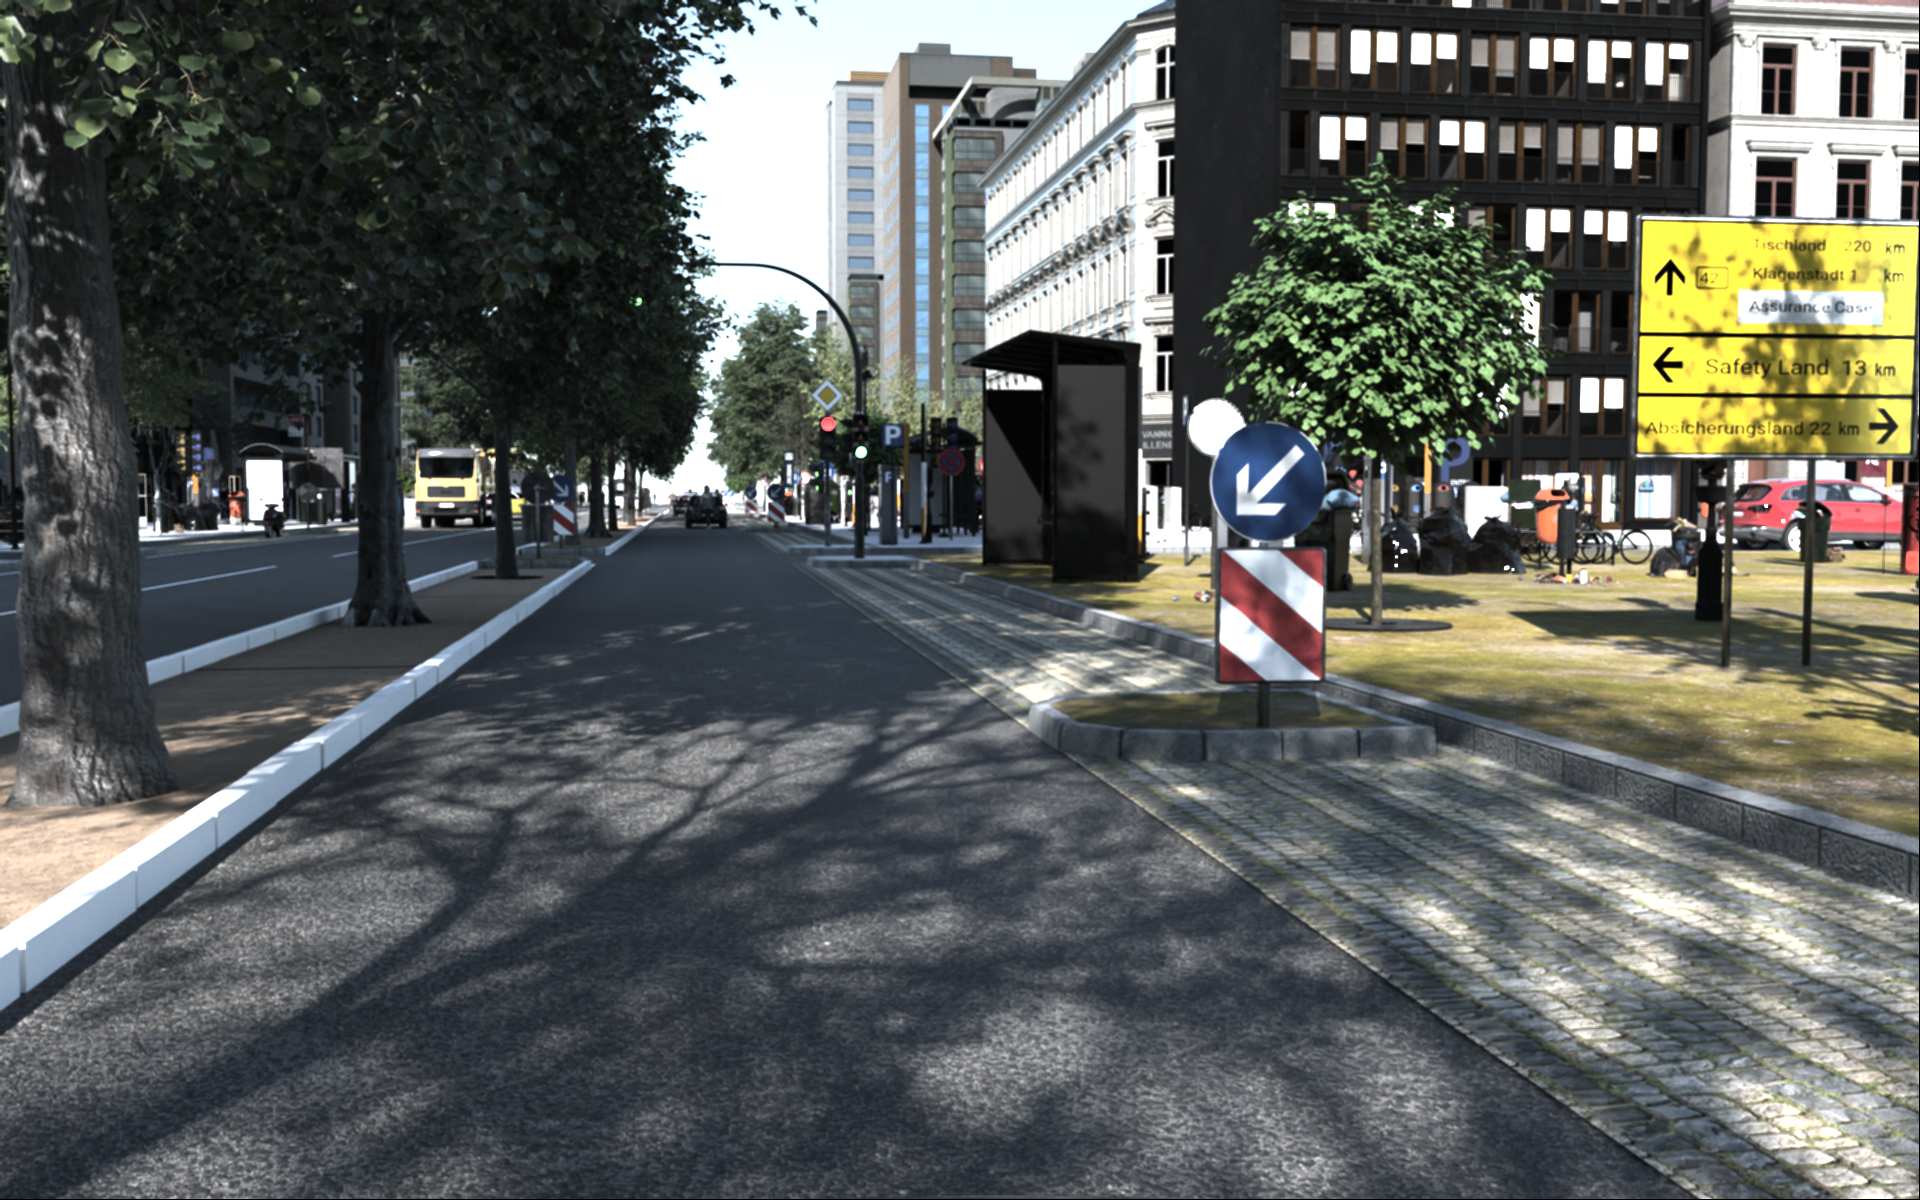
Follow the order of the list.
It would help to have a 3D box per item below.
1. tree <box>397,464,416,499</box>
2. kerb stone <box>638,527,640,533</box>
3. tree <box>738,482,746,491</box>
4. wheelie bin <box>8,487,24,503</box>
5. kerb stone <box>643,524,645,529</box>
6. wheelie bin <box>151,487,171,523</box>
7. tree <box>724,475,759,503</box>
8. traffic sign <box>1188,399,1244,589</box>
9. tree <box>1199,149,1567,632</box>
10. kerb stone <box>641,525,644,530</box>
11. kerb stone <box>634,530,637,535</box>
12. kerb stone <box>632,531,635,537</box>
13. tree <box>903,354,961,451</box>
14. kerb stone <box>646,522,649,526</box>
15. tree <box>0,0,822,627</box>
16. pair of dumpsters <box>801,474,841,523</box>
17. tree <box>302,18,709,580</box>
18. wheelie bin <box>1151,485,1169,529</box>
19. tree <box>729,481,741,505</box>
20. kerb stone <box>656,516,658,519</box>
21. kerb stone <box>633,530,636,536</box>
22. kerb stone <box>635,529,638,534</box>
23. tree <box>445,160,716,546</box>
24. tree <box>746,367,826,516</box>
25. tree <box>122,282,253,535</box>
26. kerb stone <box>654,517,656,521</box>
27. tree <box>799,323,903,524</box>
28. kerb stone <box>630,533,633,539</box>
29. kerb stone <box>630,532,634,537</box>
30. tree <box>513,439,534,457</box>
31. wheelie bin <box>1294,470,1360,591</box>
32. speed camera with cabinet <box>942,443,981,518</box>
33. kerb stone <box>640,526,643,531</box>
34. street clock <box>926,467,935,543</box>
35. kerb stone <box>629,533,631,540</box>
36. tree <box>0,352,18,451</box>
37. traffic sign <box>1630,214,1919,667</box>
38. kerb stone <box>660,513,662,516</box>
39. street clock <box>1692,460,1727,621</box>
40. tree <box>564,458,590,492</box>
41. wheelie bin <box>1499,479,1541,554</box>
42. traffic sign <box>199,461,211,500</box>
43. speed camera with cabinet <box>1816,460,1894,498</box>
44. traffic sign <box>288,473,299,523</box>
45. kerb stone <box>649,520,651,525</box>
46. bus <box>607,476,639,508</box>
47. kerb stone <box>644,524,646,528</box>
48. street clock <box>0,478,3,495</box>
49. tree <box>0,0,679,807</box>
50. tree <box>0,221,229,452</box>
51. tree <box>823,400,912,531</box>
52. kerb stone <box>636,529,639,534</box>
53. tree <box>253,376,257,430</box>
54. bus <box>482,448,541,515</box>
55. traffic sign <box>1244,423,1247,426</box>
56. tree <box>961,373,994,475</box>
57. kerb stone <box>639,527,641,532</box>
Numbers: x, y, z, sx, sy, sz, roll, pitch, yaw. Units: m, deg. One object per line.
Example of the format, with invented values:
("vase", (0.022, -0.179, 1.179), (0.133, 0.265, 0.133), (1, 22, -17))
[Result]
("tree", (-31.024, -6.293, 97.496), (1.663, 3.219, 1.824), (0, 3, 0))
("kerb stone", (-11.558, -2.419, 61.740), (0.120, 0.150, 1.000), (-1, 4, -9))
("tree", (-21.581, -14.105, 180.975), (4.360, 8.622, 3.978), (0, 3, 0))
("wheelie bin", (-40.337, -4.053, 74.178), (0.693, 1.594, 0.980), (-1, 4, -19))
("kerb stone", (-12.500, -2.788, 67.839), (0.120, 0.150, 1.000), (-1, 4, -9))
("wheelie bin", (-33.923, -4.016, 73.577), (0.693, 1.594, 0.980), (-1, 4, -14))
("tree", (-24.799, -13.336, 201.762), (4.285, 4.588, 4.351), (0, 3, 0))
("traffic sign", (3.424, -1.418, 23.285), (0.768, 2.556, 0.104), (0, 4, -4))
("tree", (4.032, -2.021, 16.765), (4.285, 4.588, 4.351), (0, 3, 0))
("kerb stone", (-12.183, -2.663, 65.797), (0.120, 0.150, 1.000), (-1, 4, -9))
("kerb stone", (-10.933, -2.172, 57.700), (0.120, 0.150, 1.000), (-1, 4, -9))
("kerb stone", (-10.614, -2.048, 55.681), (0.120, 0.150, 1.000), (-1, 4, -9))
("tree", (-2.596, -8.558, 90.279), (4.737, 8.622, 4.395), (0, 3, 0))
("kerb stone", (-13.280, -3.099, 72.895), (0.120, 0.150, 1.000), (-1, 4, -9))
("tree", (-6.318, -6.058, 18.507), (9.611, 12.733, 9.660), (0, 3, 0))
("pair of dumpsters", (-6.345, -4.704, 79.397), (1.574, 2.255, 4.437), (-1, 4, -9))
("tree", (-7.759, -6.159, 28.909), (9.928, 11.665, 9.643), (0, 3, 0))
("wheelie bin", (7.281, -3.366, 62.934), (0.980, 1.594, 0.693), (0, 4, 6))
("tree", (-26.435, -12.928, 205.974), (1.663, 3.219, 1.824), (0, 3, 0))
("kerb stone", (-16.116, -4.212, 91.115), (0.120, 0.150, 1.000), (-1, 4, -9))
("kerb stone", (-10.771, -2.110, 56.691), (0.120, 0.150, 1.000), (-1, 4, -9))
("kerb stone", (-11.085, -2.233, 58.711), (0.120, 0.150, 1.000), (-1, 4, -9))
("tree", (-10.608, -7.751, 47.307), (7.486, 12.596, 7.792), (0, 3, 0))
("tree", (-9.280, -9.155, 100.041), (4.360, 8.622, 3.978), (0, 3, 0))
("tree", (-25.239, -6.341, 54.037), (4.360, 8.622, 3.978), (0, 3, 0))
("kerb stone", (-15.490, -3.967, 87.058), (0.120, 0.150, 1.000), (-1, 4, -9))
("tree", (-4.960, -7.567, 74.079), (4.737, 8.622, 4.395), (0, 3, 0))
("kerb stone", (-10.296, -1.920, 53.659), (0.120, 0.150, 1.000), (-1, 4, -9))
("kerb stone", (-10.460, -1.983, 54.671), (0.120, 0.150, 1.000), (-1, 4, -9))
("tree", (-39.737, -12.343, 152.167), (4.737, 8.622, 4.395), (0, 3, 0))
("wheelie bin", (4.838, -0.924, 23.015), (0.980, 1.594, 0.693), (3, 4, 37))
("speed camera with cabinet", (-0.164, -4.507, 68.029), (2.038, 3.252, 0.660), (-2, 4, -27))
("kerb stone", (-12.029, -2.603, 64.784), (0.120, 0.150, 1.000), (-1, 4, -9))
("street clock", (-0.832, -2.512, 45.646), (0.358, 2.002, 0.471), (0, 4, -1))
("kerb stone", (-10.145, -1.861, 52.647), (0.120, 0.150, 1.000), (-1, 4, -9))
("tree", (-35.545, -6.837, 62.153), (4.737, 8.622, 4.395), (0, 3, 0))
("traffic sign", (6.017, -1.159, 12.821), (2.265, 3.308, 0.079), (0, 4, -7))
("kerb stone", (-17.998, -4.958, 103.265), (0.120, 0.150, 1.000), (-1, 4, -9))
("street clock", (7.603, -0.792, 17.525), (0.358, 2.002, 0.471), (-1, 4, -11))
("tree", (-52.921, -17.657, 239.053), (4.737, 8.622, 4.395), (0, 3, 0))
("wheelie bin", (12.028, -1.780, 37.014), (0.980, 1.594, 0.693), (1, 4, 15))
("traffic sign", (-28.037, -3.950, 64.685), (0.768, 2.556, 0.104), (0, 4, 0))
("speed camera with cabinet", (24.612, -3.269, 47.779), (0.660, 3.252, 2.038), (-2, 4, -34))
("traffic sign", (-29.679, -4.737, 77.552), (0.768, 2.556, 0.104), (0, 4, -1))
("kerb stone", (-13.910, -3.349, 76.947), (0.120, 0.150, 1.000), (-1, 4, -9))
("bus", (-33.237, -10.832, 171.956), (2.948, 3.499, 13.247), (-1, 4, -9))
("kerb stone", (-12.652, -2.844, 68.850), (0.120, 0.150, 1.000), (-1, 4, -9))
("street clock", (-39.316, -4.044, 70.688), (0.471, 2.002, 0.358), (-2, 4, -26))
("tree", (-4.060, -6.028, 7.668), (9.857, 13.997, 8.962), (0, 3, 0))
("tree", (-23.719, -7.868, 46.774), (7.486, 12.596, 7.792), (0, 3, 0))
("tree", (-3.094, -4.690, 60.397), (4.285, 4.588, 4.351), (0, 3, 0))
("kerb stone", (-11.237, -2.295, 59.721), (0.120, 0.150, 1.000), (-1, 4, -9))
("tree", (-36.890, -8.288, 85.870), (4.360, 8.622, 3.978), (0, 3, 0))
("bus", (-24.795, -6.361, 95.549), (2.896, 3.916, 12.252), (-1, 4, -10))
("traffic sign", (4.755, -1.836, 30.125), (0.768, 2.556, 0.104), (0, 4, -7))
("tree", (0.554, -9.422, 104.414), (4.737, 8.622, 4.395), (0, 3, 0))
("kerb stone", (-11.714, -2.480, 62.754), (0.120, 0.150, 1.000), (-1, 4, -9))
